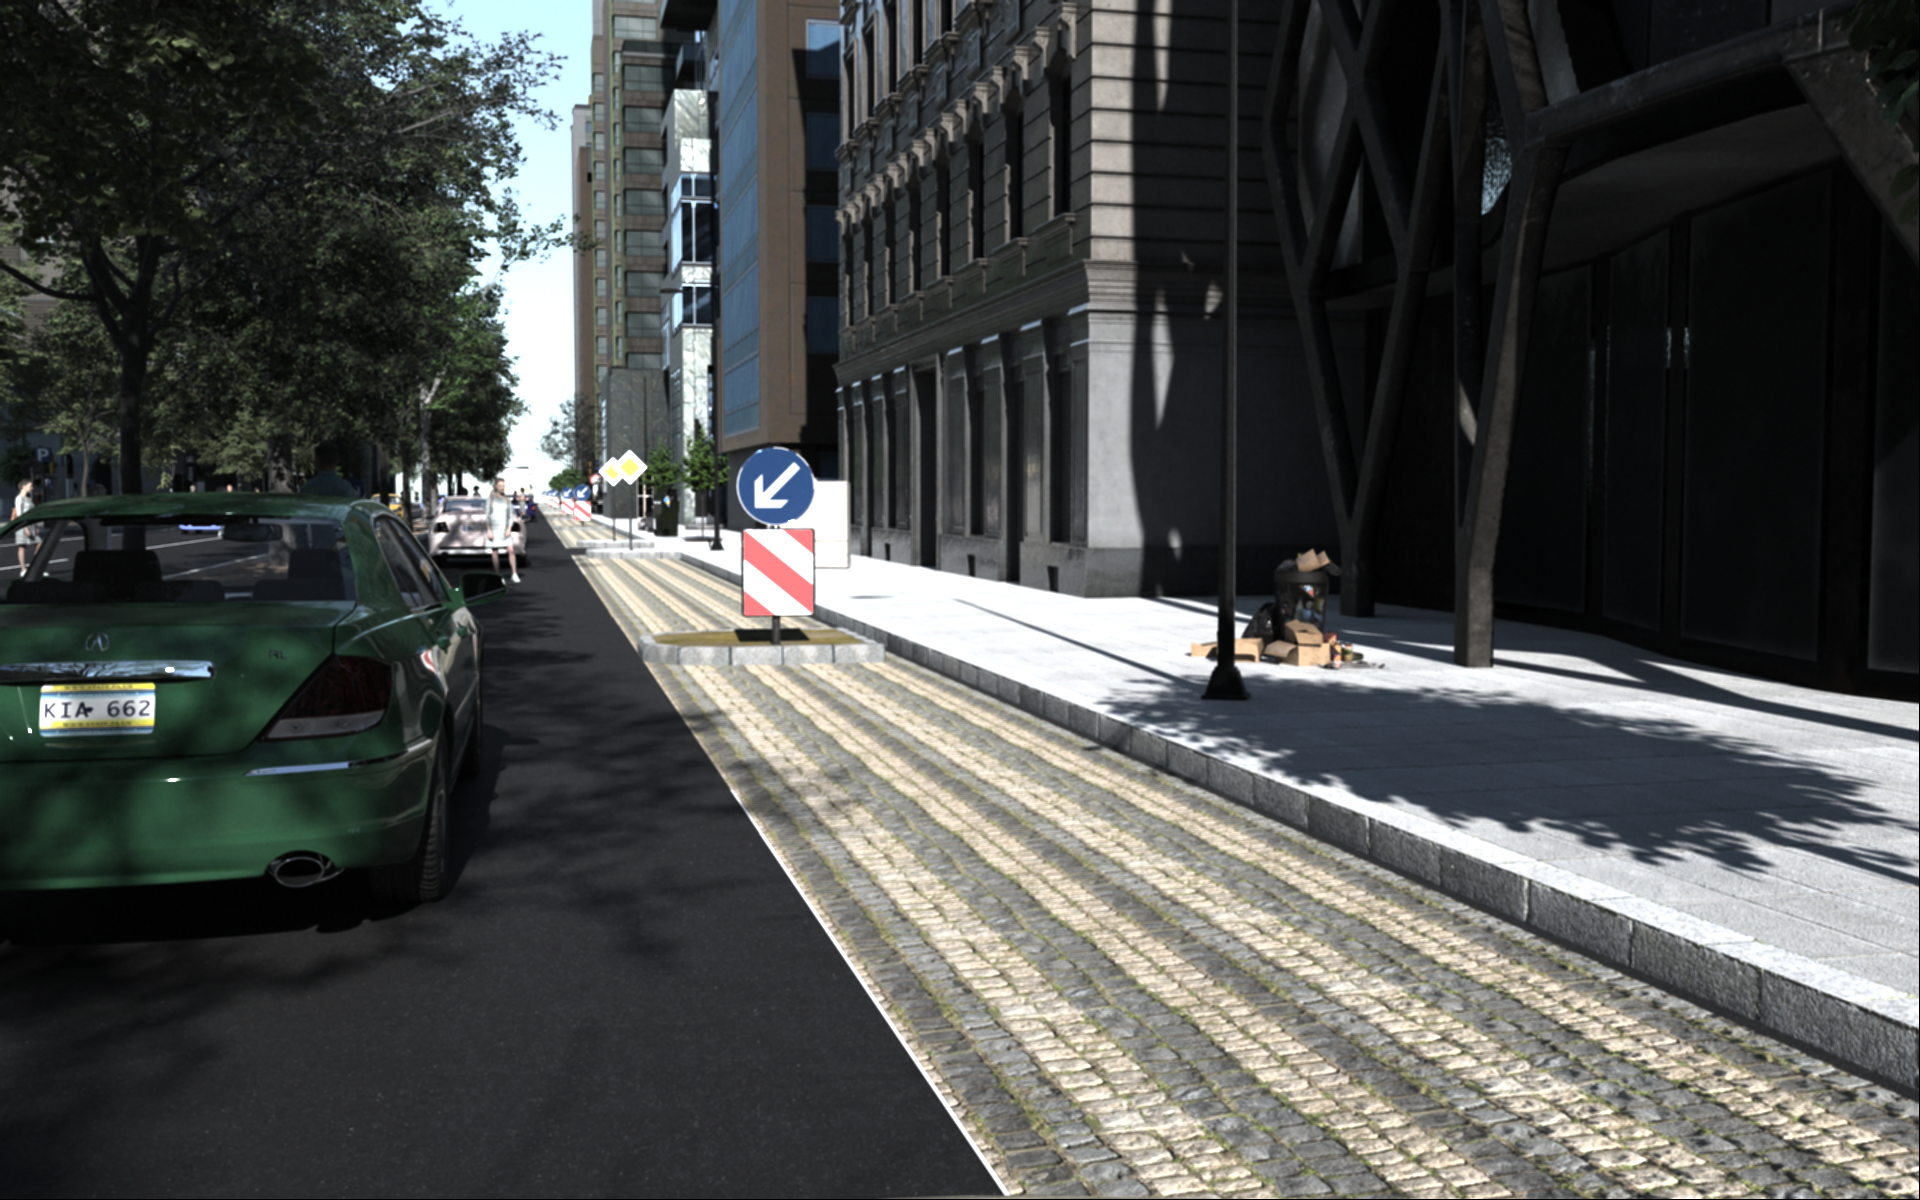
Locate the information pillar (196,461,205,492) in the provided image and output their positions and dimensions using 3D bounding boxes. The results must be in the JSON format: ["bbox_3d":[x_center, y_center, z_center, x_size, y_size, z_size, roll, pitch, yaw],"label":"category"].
[{"bbox_3d":[-50.133,-7.525,114.382,0.504,3.616,0.183,-2,4,-29],"label":"information pillar"}]

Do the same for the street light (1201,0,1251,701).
[{"bbox_3d":[1.149,-2.329,10.620,1.470,5.913,1.316,-1,4,-14],"label":"street light"}]

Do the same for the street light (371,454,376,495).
[{"bbox_3d":[-66.724,-13.803,198.227,1.470,5.913,1.316,-1,4,-14],"label":"street light"}]

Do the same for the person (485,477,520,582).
[{"bbox_3d":[-7.497,-1.147,28.258,0.512,1.701,0.522,-2,4,-32],"label":"person"}]

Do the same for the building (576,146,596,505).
[{"bbox_3d":[-41.046,-34.813,219.306,14.600,45.320,14.200,-1,4,-14],"label":"building"}]

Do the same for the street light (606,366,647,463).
[{"bbox_3d":[-11.948,-5.522,62.834,1.470,5.913,1.316,-1,4,-14],"label":"street light"}]

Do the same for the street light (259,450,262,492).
[{"bbox_3d":[-46.527,-8.810,116.591,1.470,5.913,1.316,-1,4,-14],"label":"street light"}]

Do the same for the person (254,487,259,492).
[{"bbox_3d":[-38.670,-5.288,95.202,0.529,1.795,0.600,-3,4,-38],"label":"person"}]

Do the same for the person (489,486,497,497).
[{"bbox_3d":[-17.619,-3.485,66.074,0.643,1.750,0.593,3,4,36],"label":"person"}]

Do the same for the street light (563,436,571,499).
[{"bbox_3d":[-30.665,-10.136,138.271,1.470,5.913,1.316,-1,4,-14],"label":"street light"}]

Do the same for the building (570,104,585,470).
[{"bbox_3d":[-48.189,-44.151,263.875,21.231,58.520,28.212,-1,4,-14],"label":"building"}]

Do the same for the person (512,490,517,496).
[{"bbox_3d":[-34.119,-7.540,132.497,1.217,1.743,0.721,2,4,31],"label":"person"}]

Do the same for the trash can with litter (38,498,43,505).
[{"bbox_3d":[-46.277,-4.633,87.138,1.055,1.170,0.624,1,4,14],"label":"trash can with litter"}]

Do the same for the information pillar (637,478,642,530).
[{"bbox_3d":[-11.225,-3.479,61.367,0.304,2.012,0.304,2,4,25],"label":"information pillar"}]

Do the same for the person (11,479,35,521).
[{"bbox_3d":[-16.251,-1.263,30.160,0.522,1.701,0.512,0,4,-4],"label":"person"}]

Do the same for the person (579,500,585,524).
[{"bbox_3d":[-18.207,-4.567,83.745,0.524,1.755,0.480,-2,4,-25],"label":"person"}]

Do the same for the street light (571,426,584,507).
[{"bbox_3d":[-25.824,-8.971,119.212,1.470,5.913,1.316,-1,4,-14],"label":"street light"}]

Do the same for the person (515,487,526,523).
[{"bbox_3d":[-21.684,-4.685,85.453,0.532,1.782,0.716,-1,4,-15],"label":"person"}]

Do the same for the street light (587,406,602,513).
[{"bbox_3d":[-18.833,-7.248,91.044,1.470,5.913,1.316,-1,4,-14],"label":"street light"}]

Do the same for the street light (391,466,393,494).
[{"bbox_3d":[-73.596,-15.508,226.094,1.470,5.913,1.316,-1,4,-14],"label":"street light"}]

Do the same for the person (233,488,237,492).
[{"bbox_3d":[-39.843,-5.272,95.243,0.519,1.759,0.362,-3,5,-40],"label":"person"}]

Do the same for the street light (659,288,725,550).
[{"bbox_3d":[-6.073,-4.080,39.253,1.470,5.913,1.316,-1,4,-14],"label":"street light"}]

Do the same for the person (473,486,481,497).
[{"bbox_3d":[-20.128,-3.852,71.822,0.599,1.781,0.374,2,4,32],"label":"person"}]

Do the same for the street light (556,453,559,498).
[{"bbox_3d":[-44.476,-13.564,194.308,1.470,5.913,1.316,-1,4,-14],"label":"street light"}]

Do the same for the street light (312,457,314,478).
[{"bbox_3d":[-53.385,-10.515,144.460,1.470,5.913,1.316,-1,4,-14],"label":"street light"}]

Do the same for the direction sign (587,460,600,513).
[{"bbox_3d":[-24.299,-7.511,114.809,0.876,3.537,0.379,-2,4,-35],"label":"direction sign"}]

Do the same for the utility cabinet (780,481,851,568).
[{"bbox_3d":[-2.488,-1.295,29.851,1.173,1.500,0.318,0,4,8],"label":"utility cabinet"}]

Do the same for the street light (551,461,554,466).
[{"bbox_3d":[-50.392,-15.013,218.001,1.470,5.913,1.316,-1,4,-14],"label":"street light"}]

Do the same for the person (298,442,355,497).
[{"bbox_3d":[-5.032,-0.325,13.674,0.638,1.841,0.748,2,4,33],"label":"person"}]

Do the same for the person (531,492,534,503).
[{"bbox_3d":[-66.715,-15.932,269.788,0.445,1.727,0.742,3,5,44],"label":"person"}]

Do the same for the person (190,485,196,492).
[{"bbox_3d":[-32.827,-4.017,74.347,0.590,1.801,0.661,-2,4,-33],"label":"person"}]

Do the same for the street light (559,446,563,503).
[{"bbox_3d":[-37.471,-11.842,166.153,1.470,5.913,1.316,-1,4,-14],"label":"street light"}]

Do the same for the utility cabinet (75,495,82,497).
[{"bbox_3d":[-45.068,-4.743,88.702,0.306,1.237,1.020,-3,4,-37],"label":"utility cabinet"}]

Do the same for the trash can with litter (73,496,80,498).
[{"bbox_3d":[-37.839,-3.865,74.250,2.233,1.210,1.678,3,5,44],"label":"trash can with litter"}]

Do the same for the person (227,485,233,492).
[{"bbox_3d":[-24.839,-3.016,58.490,0.598,1.740,0.731,2,4,24],"label":"person"}]

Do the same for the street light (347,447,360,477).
[{"bbox_3d":[-60.377,-12.221,172.358,1.470,5.913,1.316,-1,4,-14],"label":"street light"}]

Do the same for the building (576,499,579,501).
[{"bbox_3d":[-36.913,-33.534,240.163,32.217,40.220,23.993,-1,4,-14],"label":"building"}]

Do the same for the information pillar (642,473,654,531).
[{"bbox_3d":[-10.940,-3.451,60.922,0.304,2.012,0.304,-1,4,-10],"label":"information pillar"}]

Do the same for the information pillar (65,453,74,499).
[{"bbox_3d":[-47.962,-6.236,93.310,0.183,3.616,0.504,1,4,10],"label":"information pillar"}]

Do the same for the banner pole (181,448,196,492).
[{"bbox_3d":[-41.986,-6.370,94.169,0.863,3.779,0.401,-1,4,-14],"label":"banner pole"}]
